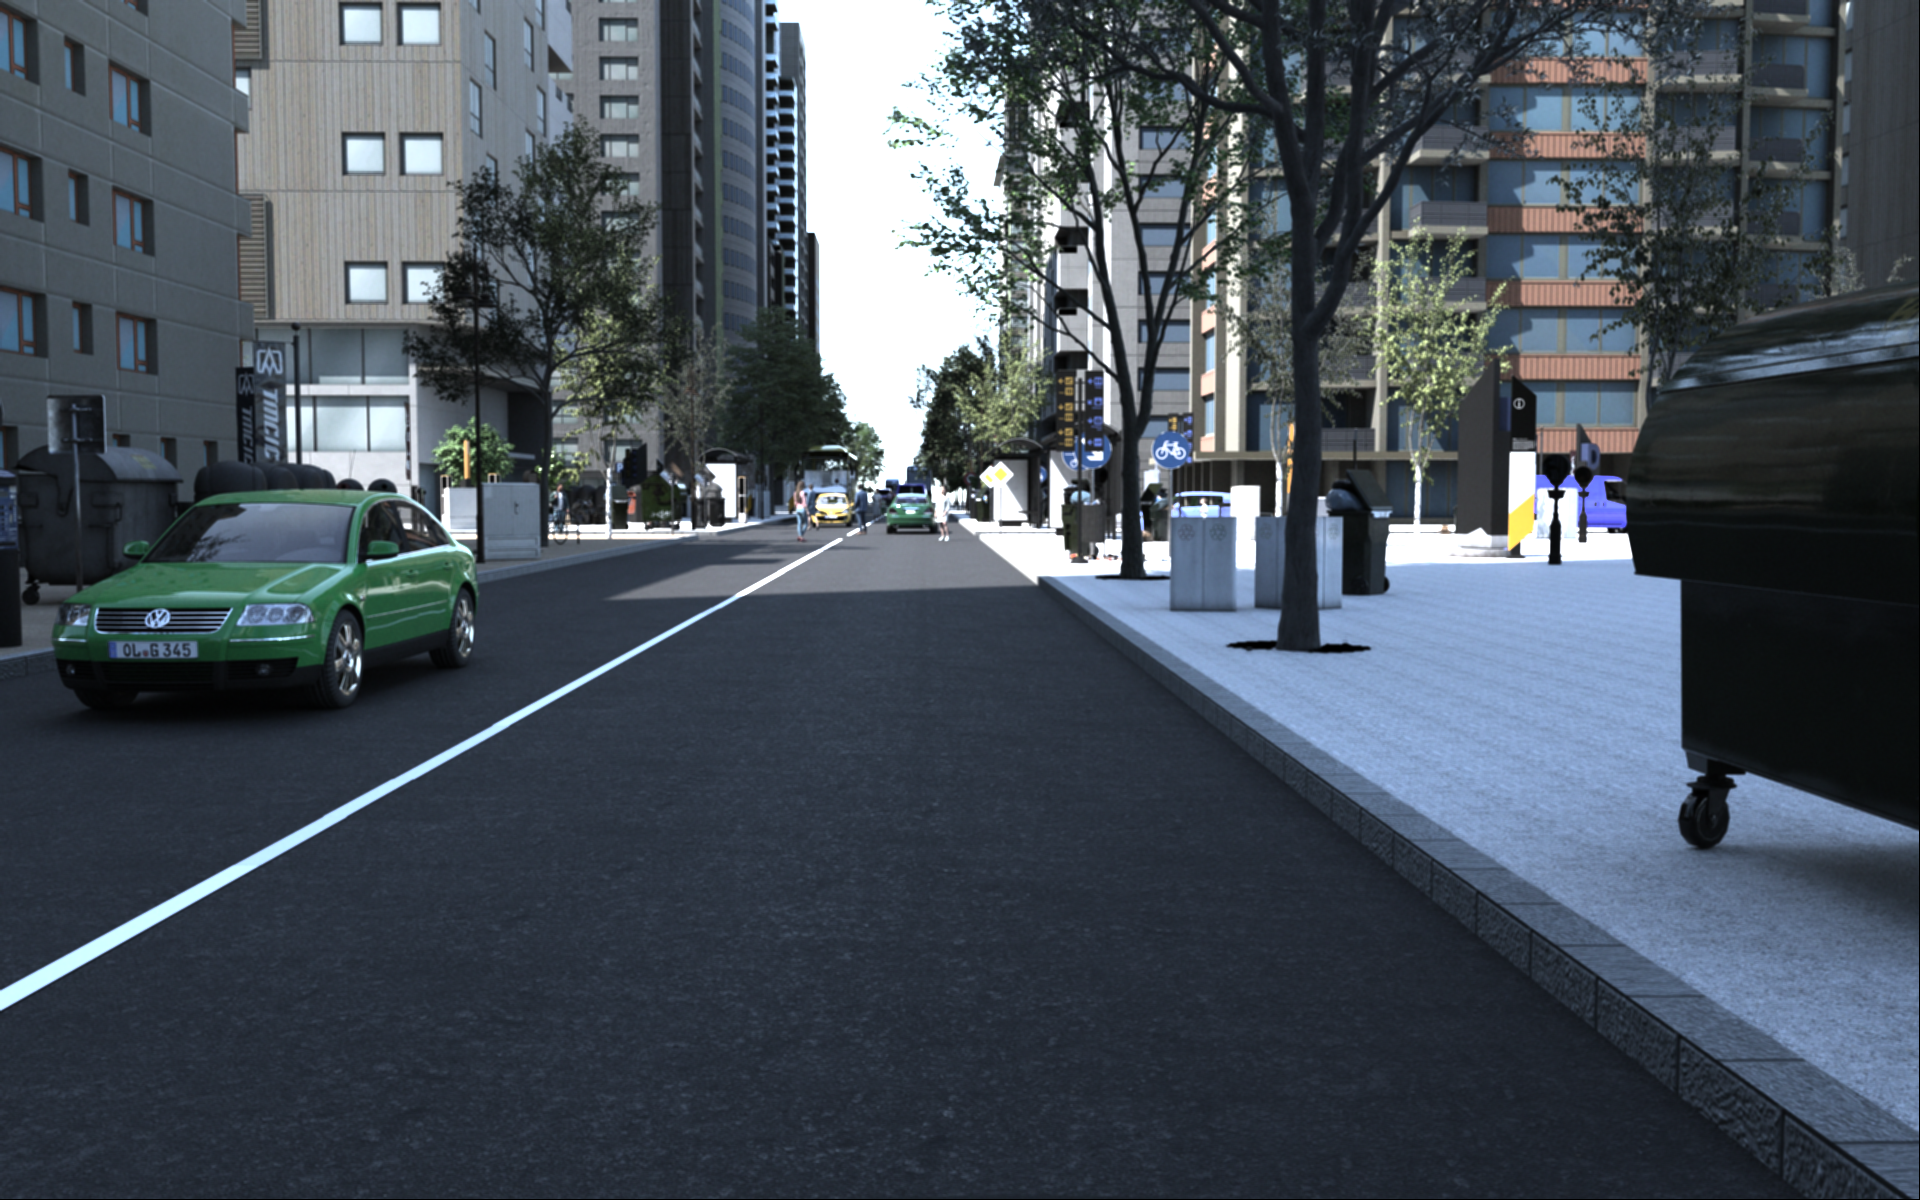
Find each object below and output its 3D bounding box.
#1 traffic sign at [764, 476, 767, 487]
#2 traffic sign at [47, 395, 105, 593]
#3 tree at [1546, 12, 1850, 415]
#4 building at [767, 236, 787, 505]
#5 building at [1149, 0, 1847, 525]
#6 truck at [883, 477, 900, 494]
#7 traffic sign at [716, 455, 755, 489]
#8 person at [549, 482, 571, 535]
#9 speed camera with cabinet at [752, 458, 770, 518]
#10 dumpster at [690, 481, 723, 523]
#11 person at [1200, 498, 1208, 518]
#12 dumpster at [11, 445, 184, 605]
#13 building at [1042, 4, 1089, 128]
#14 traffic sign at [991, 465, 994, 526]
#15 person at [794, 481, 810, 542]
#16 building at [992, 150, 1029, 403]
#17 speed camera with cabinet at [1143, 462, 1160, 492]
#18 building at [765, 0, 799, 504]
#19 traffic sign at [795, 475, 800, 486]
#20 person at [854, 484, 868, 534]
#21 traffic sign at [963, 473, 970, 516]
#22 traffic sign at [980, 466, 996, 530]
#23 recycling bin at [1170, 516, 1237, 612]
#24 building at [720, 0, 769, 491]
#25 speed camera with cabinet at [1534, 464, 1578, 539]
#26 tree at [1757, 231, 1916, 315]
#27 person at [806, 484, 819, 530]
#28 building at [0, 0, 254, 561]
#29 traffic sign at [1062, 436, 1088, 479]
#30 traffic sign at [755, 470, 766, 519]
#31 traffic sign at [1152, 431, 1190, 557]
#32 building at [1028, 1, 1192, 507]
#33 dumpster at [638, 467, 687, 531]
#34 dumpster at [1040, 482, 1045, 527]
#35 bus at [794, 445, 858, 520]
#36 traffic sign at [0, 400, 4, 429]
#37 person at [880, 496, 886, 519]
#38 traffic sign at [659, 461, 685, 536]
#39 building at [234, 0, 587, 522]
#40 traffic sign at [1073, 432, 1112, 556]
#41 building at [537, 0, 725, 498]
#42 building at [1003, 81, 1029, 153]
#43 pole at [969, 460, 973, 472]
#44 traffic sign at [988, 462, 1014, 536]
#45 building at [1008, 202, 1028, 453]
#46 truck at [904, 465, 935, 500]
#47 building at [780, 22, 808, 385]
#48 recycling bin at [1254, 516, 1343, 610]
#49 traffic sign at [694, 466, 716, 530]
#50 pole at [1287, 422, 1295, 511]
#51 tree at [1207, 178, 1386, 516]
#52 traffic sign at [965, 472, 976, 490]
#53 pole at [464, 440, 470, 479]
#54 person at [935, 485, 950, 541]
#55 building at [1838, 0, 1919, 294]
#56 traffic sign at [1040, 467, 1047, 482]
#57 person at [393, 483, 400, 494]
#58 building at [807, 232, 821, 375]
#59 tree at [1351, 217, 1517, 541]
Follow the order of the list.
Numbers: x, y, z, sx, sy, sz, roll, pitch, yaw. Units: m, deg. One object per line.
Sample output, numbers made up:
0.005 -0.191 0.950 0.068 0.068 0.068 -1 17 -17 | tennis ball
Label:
-10.997 -5.743 96.023 0.606 2.300 0.079 0 4 4 | traffic sign
-9.153 -0.968 17.961 0.606 2.300 0.079 0 4 3 | traffic sign
11.072 -4.659 26.545 4.360 8.622 3.978 0 3 0 | tree
-26.922 -25.727 192.337 14.160 30.474 14.107 0 4 -1 | building
23.707 -26.000 79.717 28.867 44.769 22.147 0 4 -1 | building
-10.794 -18.114 285.929 2.967 4.110 18.799 0 4 0 | truck
-11.657 -5.823 89.080 2.265 3.308 0.079 0 4 0 | traffic sign
-13.259 -3.002 57.570 0.794 1.824 0.713 -1 4 -15 | person
-10.854 -6.124 94.458 0.660 3.252 2.038 -1 4 -20 | speed camera with cabinet
-10.948 -4.220 74.750 1.264 1.857 1.865 0 4 -1 | dumpster
7.942 -2.675 56.510 0.394 1.301 0.425 -2 4 -29 | person
-10.264 -0.912 20.674 1.264 1.857 1.865 0 4 -1 | dumpster
21.901 -35.063 162.513 28.713 52.752 27.495 0 4 -1 | building
1.362 -4.288 70.120 0.884 2.594 0.081 0 4 6 | traffic sign
-4.698 -2.639 51.651 0.555 1.821 0.388 2 4 35 | person
19.737 -41.104 261.284 28.713 52.752 27.495 0 4 -1 | building
7.423 -4.445 67.011 0.660 3.252 2.038 0 4 8 | speed camera with cabinet
-32.706 -56.781 241.047 22.319 86.520 31.000 0 4 -1 | building
-10.596 -6.937 113.521 0.768 2.556 0.104 0 4 7 | traffic sign
-3.502 -3.240 61.656 0.419 1.800 0.721 3 5 40 | person
0.586 -6.244 102.198 0.768 2.556 0.104 0 4 0 | traffic sign
1.083 -3.534 61.431 0.795 2.450 0.064 0 4 -1 | traffic sign
2.713 -0.410 19.266 0.722 1.027 0.722 1 4 9 | recycling bin
-30.679 -38.392 169.705 21.231 58.520 28.212 0 4 -1 | building
16.739 -3.396 49.862 0.660 3.252 2.038 -3 4 -38 | speed camera with cabinet
26.417 -6.145 50.830 4.360 8.622 3.978 0 3 0 | tree
-5.857 -3.673 68.574 0.581 1.822 0.654 -3 4 -39 | person
-31.365 -11.178 27.804 28.899 21.520 27.650 0 4 -1 | building
2.611 -2.315 37.957 0.768 2.556 0.104 0 4 -1 | traffic sign
-10.502 -5.530 90.519 0.768 2.556 0.104 0 4 4 | traffic sign
4.254 -2.136 35.036 0.768 2.556 0.104 0 4 4 | traffic sign
17.982 -39.637 190.061 21.231 58.520 28.212 0 4 -1 | building
-10.524 -3.595 61.265 1.502 2.255 1.985 0 4 -1 | dumpster
2.725 -3.871 69.044 1.264 1.857 1.865 0 4 -1 | dumpster
-6.850 -6.102 91.307 2.896 3.916 12.252 0 4 -1 | bus
-10.943 -1.164 19.133 0.768 2.556 0.104 0 4 0 | traffic sign
-4.512 -5.426 101.464 0.306 1.304 0.590 -1 4 -18 | person
-8.839 -3.034 53.254 0.795 2.450 0.064 0 4 -1 | traffic sign
-34.710 -30.336 85.238 28.713 52.752 27.495 0 4 -1 | building
2.653 -2.120 34.761 0.768 2.556 0.104 0 4 4 | traffic sign
-24.486 -26.808 121.897 14.154 41.232 14.086 0 4 -1 | building
15.521 -51.787 284.961 20.563 71.187 20.611 0 4 -1 | building
0.669 -6.685 103.143 0.158 3.312 0.155 0 3 0 | pole
1.254 -3.046 53.448 0.795 2.450 0.064 0 4 -1 | traffic sign
13.660 -34.069 240.615 14.154 41.232 14.086 0 4 -1 | building
-3.870 -10.203 156.583 2.967 4.110 18.799 0 3 0 | truck
-31.906 -50.752 268.054 20.563 71.187 20.611 0 4 -1 | building
3.810 -0.425 19.496 0.722 1.027 0.722 -3 5 -39 | recycling bin
-9.009 -3.523 61.237 0.795 2.450 0.064 0 4 -1 | traffic sign
9.200 -3.317 48.069 0.158 3.312 0.155 0 3 0 | pole
7.883 -5.562 41.302 4.360 8.622 3.978 0 3 0 | tree
0.651 -6.176 101.076 0.768 2.556 0.104 0 4 3 | traffic sign
-18.758 -4.412 65.978 0.158 3.312 0.155 0 3 0 | pole
-0.512 -2.693 53.527 0.512 1.701 0.522 2 4 26 | person
59.828 -30.177 82.626 27.495 52.752 28.713 0 4 -1 | building
3.592 -4.850 79.396 0.768 2.556 0.104 0 4 1 | traffic sign
-17.994 -2.835 55.034 0.511 1.800 0.466 -1 4 -16 | person
-30.319 -38.908 286.254 14.600 45.320 14.200 0 4 -1 | building
12.731 -5.915 47.075 4.737 8.622 4.395 0 3 0 | tree
